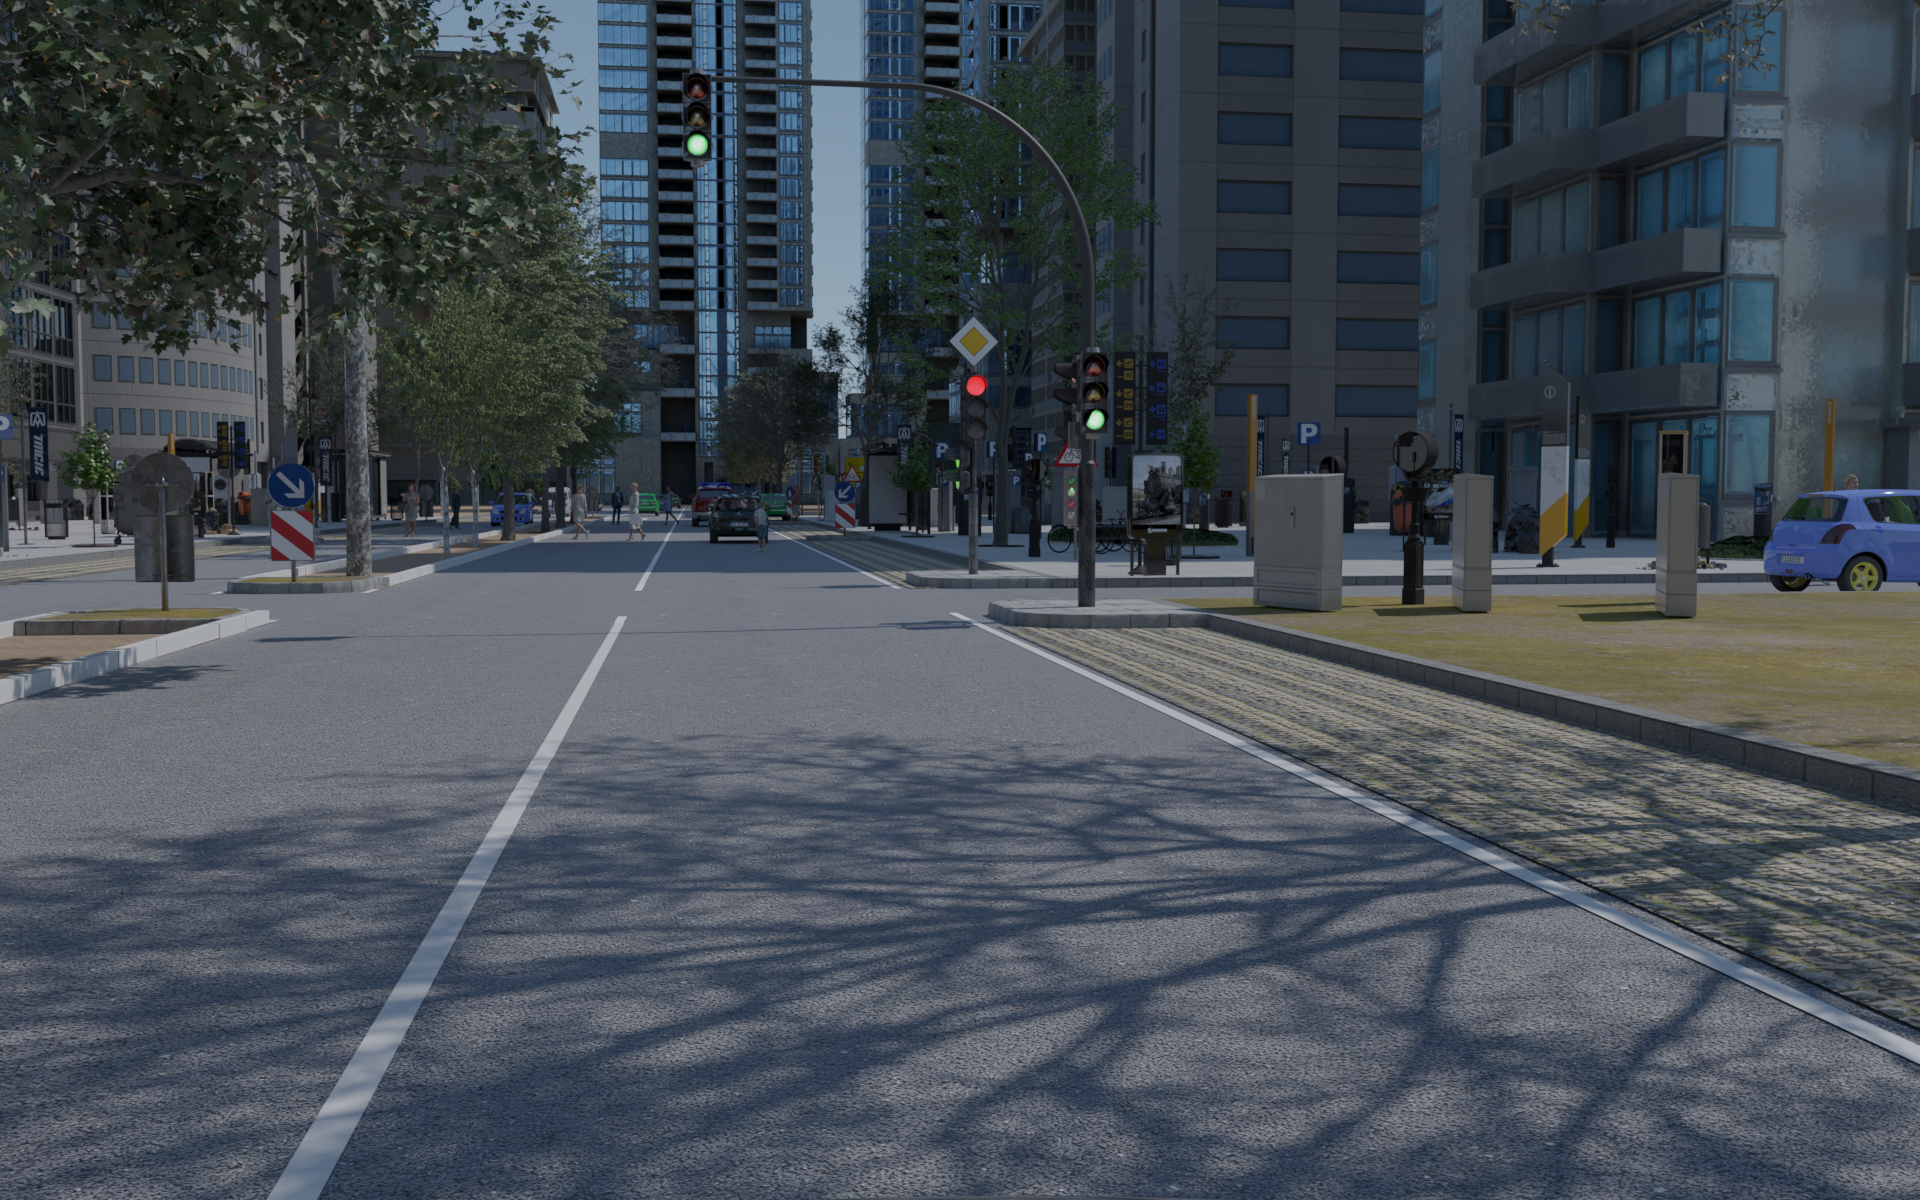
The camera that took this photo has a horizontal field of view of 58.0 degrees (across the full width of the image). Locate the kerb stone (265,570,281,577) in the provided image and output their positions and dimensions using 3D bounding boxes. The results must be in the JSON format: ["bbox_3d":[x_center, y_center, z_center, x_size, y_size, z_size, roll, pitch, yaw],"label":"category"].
[{"bbox_3d":[-11.202,-0.354,27.982,0.120,0.150,1.000,-1,4,-9],"label":"kerb stone"}]

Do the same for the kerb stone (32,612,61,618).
[{"bbox_3d":[-9.711,0.236,18.343,0.120,0.150,1.000,-1,4,-9],"label":"kerb stone"}]

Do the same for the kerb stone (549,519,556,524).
[{"bbox_3d":[-20.132,-3.882,85.751,0.120,0.150,1.000,-1,4,-9],"label":"kerb stone"}]

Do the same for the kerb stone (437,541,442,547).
[{"bbox_3d":[-14.018,-1.469,46.214,0.120,0.150,1.000,-1,4,-9],"label":"kerb stone"}]

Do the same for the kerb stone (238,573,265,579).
[{"bbox_3d":[-11.047,-0.292,26.971,0.120,0.150,1.000,-1,4,-9],"label":"kerb stone"}]

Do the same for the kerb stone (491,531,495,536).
[{"bbox_3d":[-15.892,-2.211,58.381,0.120,0.150,1.000,-1,4,-9],"label":"kerb stone"}]

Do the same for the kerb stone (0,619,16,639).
[{"bbox_3d":[-9.545,0.297,17.334,0.120,0.150,1.000,-1,4,-9],"label":"kerb stone"}]

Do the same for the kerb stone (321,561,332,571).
[{"bbox_3d":[-11.828,-0.601,32.028,0.120,0.150,1.000,-1,4,-9],"label":"kerb stone"}]

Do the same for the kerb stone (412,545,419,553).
[{"bbox_3d":[-13.380,-1.221,42.162,0.120,0.150,1.000,-1,4,-9],"label":"kerb stone"}]

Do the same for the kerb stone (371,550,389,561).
[{"bbox_3d":[-12.759,-0.971,38.106,0.120,0.150,1.000,-1,4,-9],"label":"kerb stone"}]

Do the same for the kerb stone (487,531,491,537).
[{"bbox_3d":[-15.740,-2.145,57.367,0.120,0.150,1.000,-1,4,-9],"label":"kerb stone"}]

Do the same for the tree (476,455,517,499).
[{"bbox_3d":[-36.387,-9.330,136.260,4.285,4.588,4.351,0,3,0],"label":"tree"}]

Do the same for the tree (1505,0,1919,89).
[{"bbox_3d":[5.609,-5.955,7.733,12.009,13.543,11.850,0,3,0],"label":"tree"}]

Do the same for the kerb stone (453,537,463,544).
[{"bbox_3d":[-14.635,-1.716,50.264,0.120,0.150,1.000,-1,4,-9],"label":"kerb stone"}]

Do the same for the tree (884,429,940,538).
[{"bbox_3d":[-1.176,-3.472,51.375,1.663,3.219,1.824,0,3,0],"label":"tree"}]

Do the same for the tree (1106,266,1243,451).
[{"bbox_3d":[6.997,-6.445,55.736,4.360,8.622,3.978,0,3,0],"label":"tree"}]

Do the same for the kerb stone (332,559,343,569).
[{"bbox_3d":[-11.979,-0.659,33.039,0.120,0.150,1.000,-1,4,-9],"label":"kerb stone"}]

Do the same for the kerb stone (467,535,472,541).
[{"bbox_3d":[-14.951,-1.841,52.299,0.120,0.150,1.000,-1,4,-9],"label":"kerb stone"}]

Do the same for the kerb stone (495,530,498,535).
[{"bbox_3d":[-16.051,-2.275,59.391,0.120,0.150,1.000,-1,4,-9],"label":"kerb stone"}]

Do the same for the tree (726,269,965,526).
[{"bbox_3d":[-3.725,-8.261,69.474,7.601,10.594,8.767,3,4,37],"label":"tree"}]

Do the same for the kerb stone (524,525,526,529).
[{"bbox_3d":[-17.620,-2.888,69.530,0.120,0.150,1.000,-1,4,-9],"label":"kerb stone"}]

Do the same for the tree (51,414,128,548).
[{"bbox_3d":[-20.902,-2.897,41.968,1.663,3.219,1.824,0,3,0],"label":"tree"}]

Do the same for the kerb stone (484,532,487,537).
[{"bbox_3d":[-15.589,-2.085,56.356,0.120,0.150,1.000,-1,4,-9],"label":"kerb stone"}]

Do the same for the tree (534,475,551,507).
[{"bbox_3d":[-42.076,-11.015,174.697,1.663,3.219,1.824,0,3,0],"label":"tree"}]

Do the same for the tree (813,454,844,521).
[{"bbox_3d":[-6.292,-5.452,83.743,1.663,3.219,1.824,0,3,0],"label":"tree"}]

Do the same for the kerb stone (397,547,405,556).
[{"bbox_3d":[-13.073,-1.097,40.129,0.120,0.150,1.000,-1,4,-9],"label":"kerb stone"}]

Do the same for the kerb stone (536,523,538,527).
[{"bbox_3d":[-18.405,-3.205,74.597,0.120,0.150,1.000,-1,4,-9],"label":"kerb stone"}]

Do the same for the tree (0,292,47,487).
[{"bbox_3d":[-31.558,-6.458,55.953,4.360,8.622,3.978,0,3,0],"label":"tree"}]

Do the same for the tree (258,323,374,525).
[{"bbox_3d":[-26.674,-7.462,72.365,4.360,8.622,3.978,0,3,0],"label":"tree"}]

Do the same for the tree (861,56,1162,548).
[{"bbox_3d":[1.088,-7.086,41.613,9.928,11.665,9.643,0,3,0],"label":"tree"}]

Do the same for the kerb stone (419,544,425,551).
[{"bbox_3d":[-13.545,-1.283,43.171,0.120,0.150,1.000,-1,4,-9],"label":"kerb stone"}]

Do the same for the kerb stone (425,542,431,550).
[{"bbox_3d":[-13.702,-1.345,44.181,0.120,0.150,1.000,-1,4,-9],"label":"kerb stone"}]

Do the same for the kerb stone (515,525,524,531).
[{"bbox_3d":[-17.460,-2.833,68.519,0.120,0.150,1.000,-1,4,-9],"label":"kerb stone"}]

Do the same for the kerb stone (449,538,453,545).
[{"bbox_3d":[-14.323,-1.590,48.243,0.120,0.150,1.000,-1,4,-9],"label":"kerb stone"}]

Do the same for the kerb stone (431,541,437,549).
[{"bbox_3d":[-13.859,-1.407,45.204,0.120,0.150,1.000,-1,4,-9],"label":"kerb stone"}]

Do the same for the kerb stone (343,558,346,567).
[{"bbox_3d":[-12.133,-0.725,34.050,0.120,0.150,1.000,-1,4,-9],"label":"kerb stone"}]

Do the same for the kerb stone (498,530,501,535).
[{"bbox_3d":[-16.213,-2.337,60.401,0.120,0.150,1.000,-1,4,-9],"label":"kerb stone"}]

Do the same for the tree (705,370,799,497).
[{"bbox_3d":[-20.426,-16.350,173.977,9.857,13.997,8.962,0,3,0],"label":"tree"}]

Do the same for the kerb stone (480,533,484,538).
[{"bbox_3d":[-15.430,-2.028,55.346,0.120,0.150,1.000,-1,4,-9],"label":"kerb stone"}]

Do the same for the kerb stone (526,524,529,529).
[{"bbox_3d":[-17.772,-2.953,70.542,0.120,0.150,1.000,-1,4,-9],"label":"kerb stone"}]

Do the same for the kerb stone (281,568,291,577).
[{"bbox_3d":[-11.359,-0.412,28.992,0.120,0.150,1.000,-1,4,-9],"label":"kerb stone"}]

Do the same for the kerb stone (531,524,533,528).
[{"bbox_3d":[-18.087,-3.081,72.564,0.120,0.150,1.000,-1,4,-9],"label":"kerb stone"}]

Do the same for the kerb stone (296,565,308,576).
[{"bbox_3d":[-11.515,-0.477,30.002,0.120,0.150,1.000,-1,4,-9],"label":"kerb stone"}]

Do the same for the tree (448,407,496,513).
[{"bbox_3d":[-33.475,-10.324,119.159,4.360,8.622,3.978,0,3,0],"label":"tree"}]

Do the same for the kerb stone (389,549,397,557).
[{"bbox_3d":[-12.915,-1.033,39.116,0.120,0.150,1.000,-1,4,-9],"label":"kerb stone"}]

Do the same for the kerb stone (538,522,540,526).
[{"bbox_3d":[-18.563,-3.267,75.607,0.120,0.150,1.000,-1,4,-9],"label":"kerb stone"}]

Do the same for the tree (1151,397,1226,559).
[{"bbox_3d":[4.733,-2.454,34.727,1.663,3.219,1.824,0,3,0],"label":"tree"}]

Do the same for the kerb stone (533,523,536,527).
[{"bbox_3d":[-18.244,-3.143,73.587,0.120,0.150,1.000,-1,4,-9],"label":"kerb stone"}]

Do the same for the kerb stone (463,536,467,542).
[{"bbox_3d":[-14.801,-1.779,51.280,0.120,0.150,1.000,-1,4,-9],"label":"kerb stone"}]

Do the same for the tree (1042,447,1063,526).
[{"bbox_3d":[4.155,-4.642,70.493,1.663,3.219,1.824,0,3,0],"label":"tree"}]

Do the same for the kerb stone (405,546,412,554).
[{"bbox_3d":[-13.229,-1.158,41.143,0.120,0.150,1.000,-1,4,-9],"label":"kerb stone"}]

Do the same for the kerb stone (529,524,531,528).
[{"bbox_3d":[-17.936,-3.018,71.553,0.120,0.150,1.000,-1,4,-9],"label":"kerb stone"}]

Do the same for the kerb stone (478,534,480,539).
[{"bbox_3d":[-15.270,-1.966,54.333,0.120,0.150,1.000,-1,4,-9],"label":"kerb stone"}]

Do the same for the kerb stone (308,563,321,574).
[{"bbox_3d":[-11.665,-0.539,31.014,0.120,0.150,1.000,-1,4,-9],"label":"kerb stone"}]

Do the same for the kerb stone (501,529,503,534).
[{"bbox_3d":[-16.361,-2.393,61.413,0.120,0.150,1.000,-1,4,-9],"label":"kerb stone"}]
